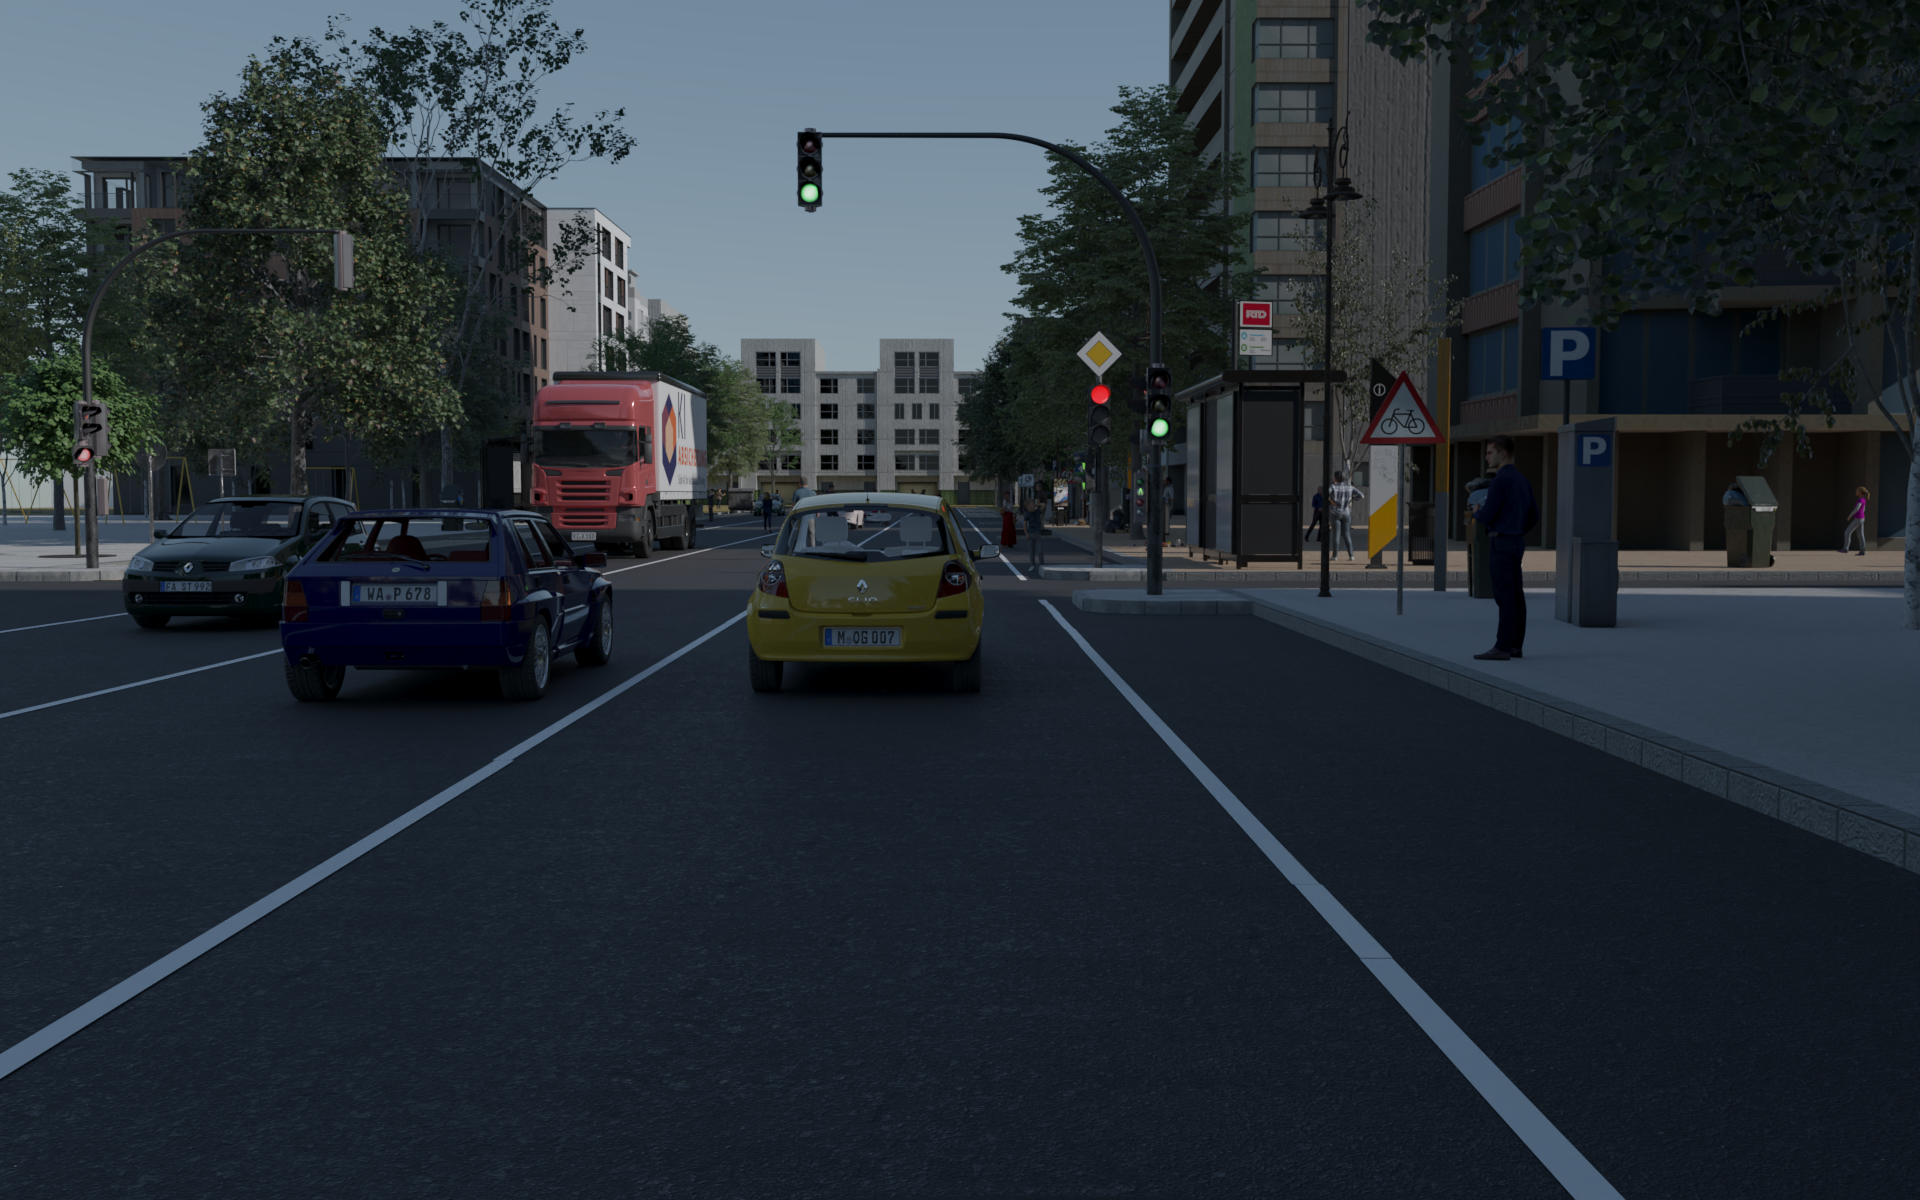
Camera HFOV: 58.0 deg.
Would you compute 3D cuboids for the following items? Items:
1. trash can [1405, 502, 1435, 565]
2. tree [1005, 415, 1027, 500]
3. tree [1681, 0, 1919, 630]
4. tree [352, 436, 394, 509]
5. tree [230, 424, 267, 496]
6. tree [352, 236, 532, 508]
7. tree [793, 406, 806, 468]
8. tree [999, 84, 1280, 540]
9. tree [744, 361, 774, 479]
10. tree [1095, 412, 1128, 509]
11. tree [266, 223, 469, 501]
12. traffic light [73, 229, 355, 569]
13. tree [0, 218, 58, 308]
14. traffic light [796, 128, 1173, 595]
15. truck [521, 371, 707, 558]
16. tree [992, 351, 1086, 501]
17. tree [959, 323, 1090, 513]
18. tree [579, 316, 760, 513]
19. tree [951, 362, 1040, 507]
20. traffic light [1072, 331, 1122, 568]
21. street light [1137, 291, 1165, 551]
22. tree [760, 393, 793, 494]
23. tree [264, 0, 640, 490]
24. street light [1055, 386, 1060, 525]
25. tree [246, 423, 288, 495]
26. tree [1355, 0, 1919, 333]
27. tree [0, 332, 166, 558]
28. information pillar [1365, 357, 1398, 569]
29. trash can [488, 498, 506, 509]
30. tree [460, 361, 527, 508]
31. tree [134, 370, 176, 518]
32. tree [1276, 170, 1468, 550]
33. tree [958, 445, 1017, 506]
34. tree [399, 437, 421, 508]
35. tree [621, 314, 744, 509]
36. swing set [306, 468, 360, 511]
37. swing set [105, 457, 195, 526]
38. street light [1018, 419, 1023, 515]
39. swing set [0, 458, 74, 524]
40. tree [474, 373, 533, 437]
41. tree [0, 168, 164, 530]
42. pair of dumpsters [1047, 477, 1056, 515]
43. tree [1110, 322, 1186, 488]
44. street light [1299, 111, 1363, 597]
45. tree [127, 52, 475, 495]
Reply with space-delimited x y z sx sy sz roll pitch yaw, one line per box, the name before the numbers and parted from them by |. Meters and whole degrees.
trash can | 8.412 -1.201 31.286 0.748 1.137 0.748 0 3 0
tree | 3.931 -11.119 132.162 4.360 8.622 3.978 0 3 0
tree | 9.032 -4.040 16.425 4.360 8.622 3.978 0 3 0
tree | -31.564 -8.863 95.269 4.360 8.622 3.978 0 3 0
tree | -42.547 -9.267 101.879 4.360 8.622 3.978 0 3 0
tree | -26.351 -10.936 85.461 9.857 13.997 8.962 0 3 0
tree | -19.140 -15.328 176.369 9.928 11.665 9.643 0 3 0
tree | 4.974 -7.952 48.146 7.486 12.596 7.792 0 3 0
tree | -18.874 -13.870 144.899 7.486 12.596 7.792 0 3 0
tree | 8.712 -8.715 92.860 4.360 8.622 3.978 0 3 0
tree | -26.164 -10.016 74.134 12.009 13.543 11.850 0 3 0
traffic light | -12.872 -3.374 29.840 4.771 5.953 1.251 0 4 -1
tree | -25.929 -5.855 46.090 4.737 8.622 4.395 0 3 0
traffic light | 0.361 -2.884 21.817 4.771 5.953 1.251 0 4 -1
truck | -8.097 -3.242 41.920 2.839 4.237 11.283 0 4 -1
tree | 3.871 -8.722 92.969 4.737 8.622 4.395 0 3 0
tree | 4.313 -12.207 116.592 9.611 12.733 9.660 0 3 0
tree | -18.477 -10.684 100.440 9.928 11.665 9.643 0 3 0
tree | 3.926 -15.849 165.792 9.857 13.997 8.962 0 3 0
traffic light | 2.378 -2.510 29.963 0.839 4.253 0.868 0 4 -1
street light | 4.289 -4.055 39.080 0.468 5.910 1.993 0 4 -1
tree | -18.149 -11.766 118.132 9.928 11.665 9.643 0 3 0
tree | -17.368 -12.443 59.327 12.611 20.169 13.585 0 3 0
street light | 4.067 -6.087 72.315 0.468 5.910 1.993 0 4 -1
tree | -37.780 -8.694 92.514 4.737 8.622 4.395 0 3 0
tree | 5.705 -6.211 8.202 9.857 13.997 8.962 0 3 0
tree | -18.108 -3.152 35.245 4.285 4.588 4.351 0 3 0
information pillar | 7.231 -2.342 29.646 0.504 3.616 0.183 0 4 -4
trash can | -17.861 -3.377 66.868 0.748 1.137 0.748 0 3 0
tree | -25.965 -8.803 94.292 4.737 8.622 4.395 0 3 0
tree | -43.851 -8.756 93.523 4.360 8.622 3.978 0 3 0
tree | 9.058 -5.458 39.594 4.360 8.622 3.978 0 3 0
tree | 3.781 -15.145 182.039 8.767 10.594 7.601 -2 4 -25
tree | -33.221 -9.341 103.093 4.737 8.622 4.395 0 3 0
tree | -18.139 -11.657 108.727 7.486 12.596 7.792 0 3 0
swing set | -37.352 -6.442 102.953 3.119 2.851 2.862 0 4 -7
swing set | -33.795 -4.582 72.540 3.119 2.851 2.862 -3 5 -40
street light | 3.702 -8.073 104.774 0.468 5.910 1.993 0 4 -1
swing set | -40.982 -4.801 76.113 3.119 2.851 2.862 1 4 18
tree | -27.206 -9.254 101.660 4.360 8.622 3.978 0 3 0
tree | -32.420 -8.749 61.171 7.486 12.596 7.792 0 3 0
pair of dumpsters | 5.481 -6.135 102.801 1.574 2.255 4.437 0 4 -1
tree | 8.070 -7.573 74.187 4.737 8.622 4.395 0 3 0
street light | 4.552 -2.976 21.441 0.468 5.910 1.993 0 4 -1
tree | -17.283 -7.842 45.220 9.611 12.733 9.660 0 3 0
